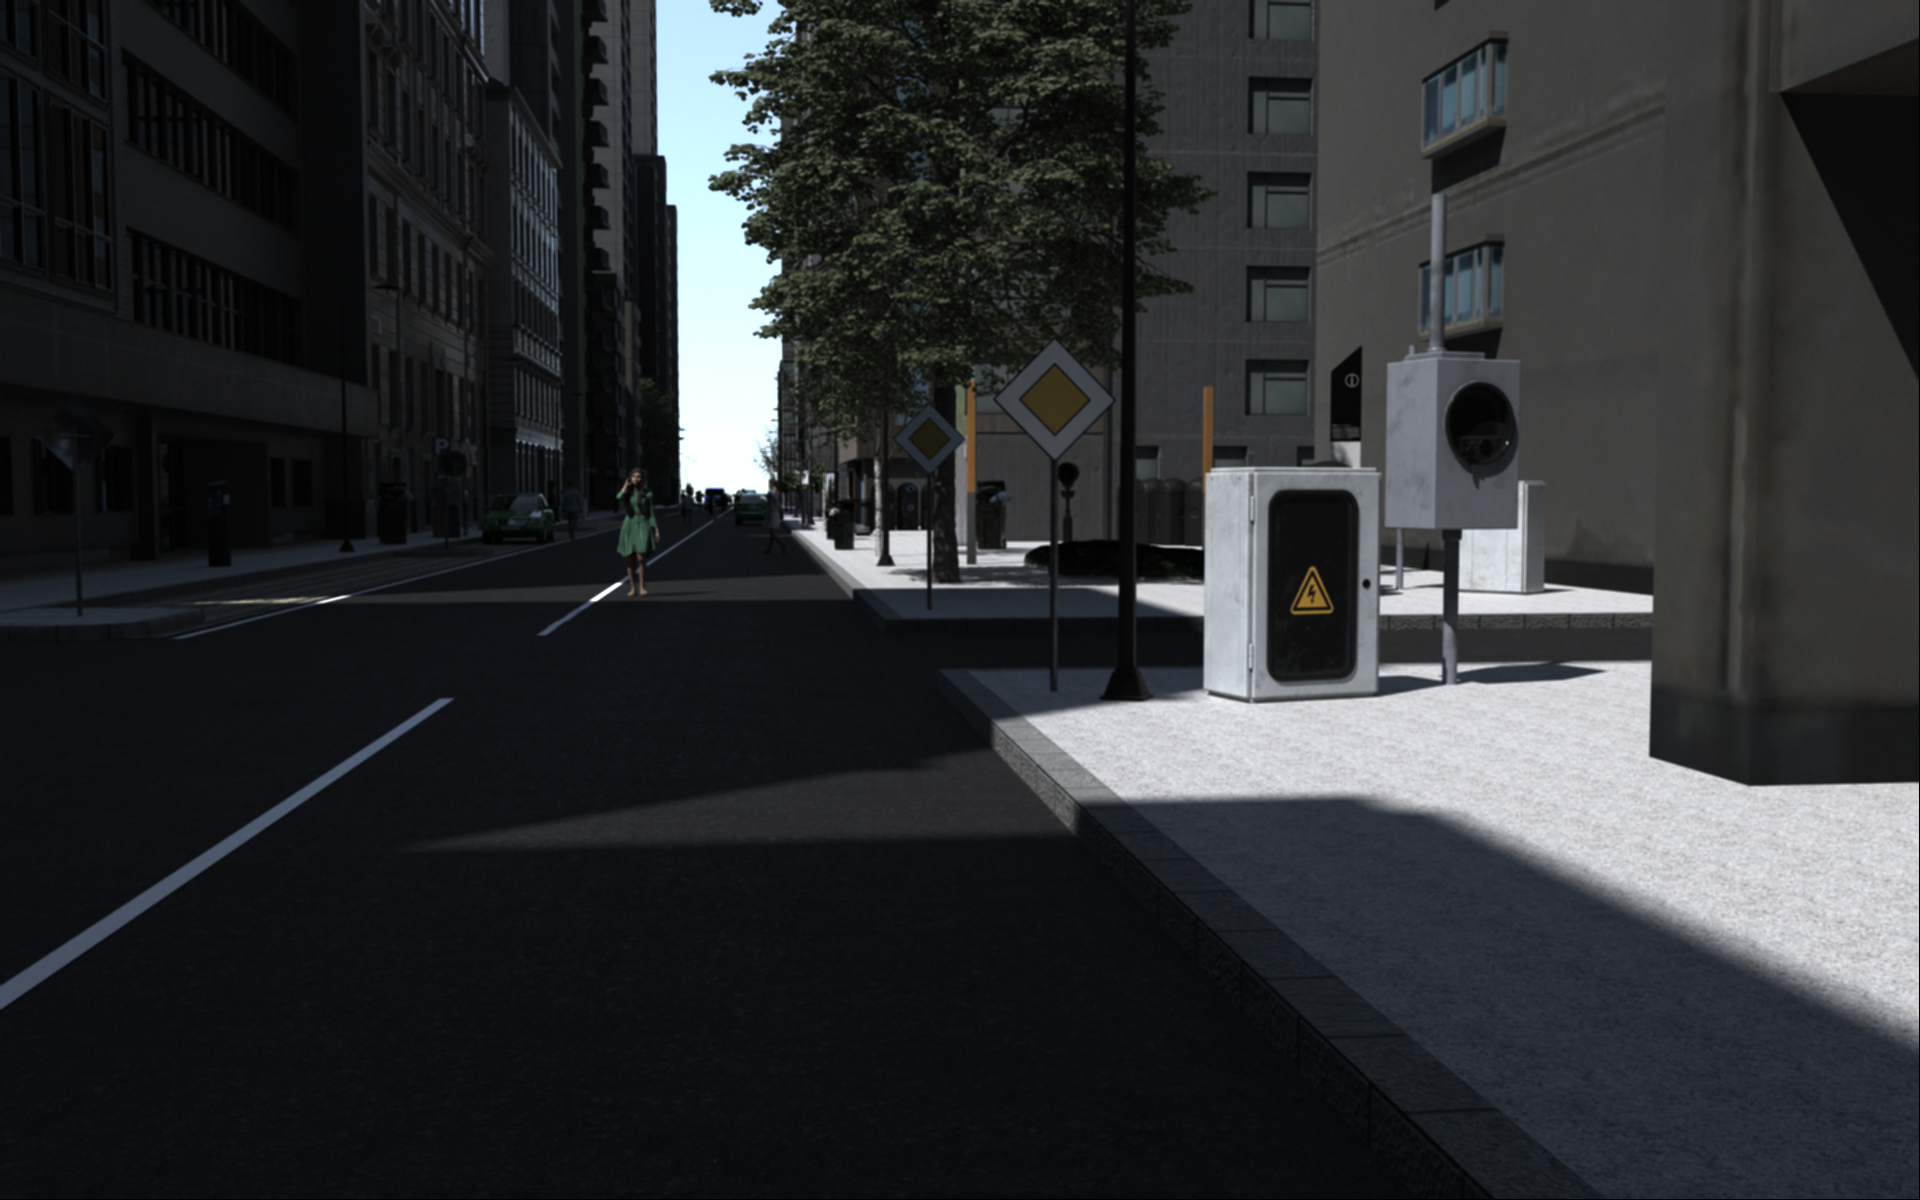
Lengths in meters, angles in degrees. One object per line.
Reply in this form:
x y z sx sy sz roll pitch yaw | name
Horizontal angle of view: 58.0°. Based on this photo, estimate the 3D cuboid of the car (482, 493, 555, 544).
-12.940 -2.571 50.837 1.959 1.807 4.718 -1 4 -8 | car

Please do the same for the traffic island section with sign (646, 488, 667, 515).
-21.125 -6.660 117.514 1.989 1.847 2.006 0 4 -7 | traffic island section with sign

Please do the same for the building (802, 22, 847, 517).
0.480 -34.764 110.395 21.231 58.520 28.212 0 4 -7 | building

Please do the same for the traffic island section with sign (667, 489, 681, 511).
-24.316 -8.297 144.280 1.989 1.847 2.006 0 4 -7 | traffic island section with sign

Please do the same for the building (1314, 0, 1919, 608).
18.109 -24.887 30.606 21.600 48.544 21.300 0 4 -7 | building

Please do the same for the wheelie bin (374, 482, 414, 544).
-14.450 -2.224 44.270 0.980 1.594 0.693 -2 4 -27 | wheelie bin

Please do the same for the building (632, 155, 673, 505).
-41.542 -31.737 202.502 14.154 41.232 14.086 0 4 -7 | building

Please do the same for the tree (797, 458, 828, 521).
-6.881 -5.437 83.489 1.663 3.219 1.824 0 3 0 | tree

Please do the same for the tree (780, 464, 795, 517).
-8.938 -6.169 95.468 1.663 3.219 1.824 0 3 0 | tree

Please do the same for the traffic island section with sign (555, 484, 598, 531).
-15.089 -3.574 67.060 1.989 1.847 2.006 0 4 -7 | traffic island section with sign

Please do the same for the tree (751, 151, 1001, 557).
-1.496 -5.190 35.217 4.360 8.622 3.978 0 3 0 | tree

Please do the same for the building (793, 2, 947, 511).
-8.394 -31.297 161.819 14.600 45.320 14.200 0 4 -7 | building

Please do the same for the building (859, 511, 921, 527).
1.982 -25.954 74.456 14.600 45.320 14.200 0 4 -7 | building

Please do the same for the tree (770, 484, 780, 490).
-14.756 -9.307 146.764 1.663 3.219 1.824 0 3 0 | tree

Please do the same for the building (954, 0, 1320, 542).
6.422 -22.584 52.851 14.154 41.232 14.086 0 4 -7 | building

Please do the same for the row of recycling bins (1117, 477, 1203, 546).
5.191 -2.248 43.875 1.069 1.692 3.534 -2 4 -32 | row of recycling bins

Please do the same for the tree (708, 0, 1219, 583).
0.061 -6.499 24.392 7.486 12.596 7.792 0 3 0 | tree

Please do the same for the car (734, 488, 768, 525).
-9.611 -4.430 81.227 1.959 1.807 4.718 0 4 -6 | car

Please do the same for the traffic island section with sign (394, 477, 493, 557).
-11.865 -1.915 39.932 1.989 1.847 2.006 0 4 -7 | traffic island section with sign

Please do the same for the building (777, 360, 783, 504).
-11.091 -24.099 239.065 27.650 21.520 28.899 0 4 -7 | building

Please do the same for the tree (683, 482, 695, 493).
-39.360 -15.678 250.934 1.663 3.219 1.824 0 3 0 | tree

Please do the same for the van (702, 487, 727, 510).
-22.429 -9.440 158.727 2.240 2.365 5.245 0 4 -5 | van

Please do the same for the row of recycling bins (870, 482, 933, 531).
-1.455 -3.326 61.485 3.534 1.692 1.069 -1 4 -18 | row of recycling bins

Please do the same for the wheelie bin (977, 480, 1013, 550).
0.741 -1.971 40.138 0.980 1.594 0.693 1 4 13 | wheelie bin

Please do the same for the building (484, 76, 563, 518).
-24.738 -14.256 82.236 9.793 20.994 18.267 0 4 -7 | building

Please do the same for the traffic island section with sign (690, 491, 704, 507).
-34.029 -13.272 225.624 1.989 1.847 2.006 0 4 -7 | traffic island section with sign

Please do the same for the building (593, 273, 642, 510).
-42.276 -18.559 148.481 27.650 21.520 28.899 0 4 -7 | building

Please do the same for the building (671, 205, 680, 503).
-45.903 -33.862 237.244 14.154 41.232 14.086 0 4 -7 | building

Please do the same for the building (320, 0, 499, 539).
-23.890 -16.049 59.657 12.463 27.353 25.104 0 4 -7 | building

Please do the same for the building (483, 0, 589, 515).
-29.066 -25.346 98.009 14.154 41.232 14.086 0 4 -7 | building

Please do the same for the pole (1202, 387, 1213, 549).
4.713 -2.392 32.954 0.158 3.312 0.155 0 3 0 | pole

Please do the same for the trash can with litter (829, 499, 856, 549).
-2.751 -1.758 40.137 0.624 1.170 1.055 -1 4 -9 | trash can with litter

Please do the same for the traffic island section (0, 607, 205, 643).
-9.247 0.252 18.157 2.009 0.180 2.903 0 4 -7 | traffic island section

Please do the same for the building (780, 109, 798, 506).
-12.234 -30.786 186.942 14.154 41.232 14.086 0 4 -7 | building

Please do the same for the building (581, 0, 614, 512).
-35.864 -28.398 118.936 22.147 44.769 28.867 0 4 -7 | building

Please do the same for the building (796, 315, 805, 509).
0.815 -18.162 141.980 27.650 21.520 28.899 0 4 -7 | building

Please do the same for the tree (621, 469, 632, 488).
-24.869 -8.335 130.879 1.663 3.219 1.824 0 3 0 | tree

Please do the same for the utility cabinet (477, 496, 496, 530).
-16.898 -3.142 62.531 1.020 1.237 0.306 0 4 5 | utility cabinet

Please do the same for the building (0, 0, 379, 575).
-21.241 -13.010 31.781 14.314 24.678 30.058 0 4 -7 | building

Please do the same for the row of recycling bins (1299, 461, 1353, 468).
4.791 -0.966 22.915 1.069 1.692 3.534 0 4 7 | row of recycling bins

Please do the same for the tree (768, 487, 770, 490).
-21.642 -12.662 201.617 1.663 3.219 1.824 0 3 0 | tree

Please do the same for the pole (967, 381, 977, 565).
0.214 -2.300 31.454 0.158 3.312 0.155 0 3 0 | pole

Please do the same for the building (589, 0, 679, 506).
-46.383 -47.719 218.450 20.563 71.187 20.611 0 4 -7 | building

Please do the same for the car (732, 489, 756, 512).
-17.226 -8.017 139.745 2.281 1.827 5.304 0 4 -7 | car

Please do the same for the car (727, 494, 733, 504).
-33.011 -14.408 244.365 1.959 1.807 4.718 -1 4 -8 | car
